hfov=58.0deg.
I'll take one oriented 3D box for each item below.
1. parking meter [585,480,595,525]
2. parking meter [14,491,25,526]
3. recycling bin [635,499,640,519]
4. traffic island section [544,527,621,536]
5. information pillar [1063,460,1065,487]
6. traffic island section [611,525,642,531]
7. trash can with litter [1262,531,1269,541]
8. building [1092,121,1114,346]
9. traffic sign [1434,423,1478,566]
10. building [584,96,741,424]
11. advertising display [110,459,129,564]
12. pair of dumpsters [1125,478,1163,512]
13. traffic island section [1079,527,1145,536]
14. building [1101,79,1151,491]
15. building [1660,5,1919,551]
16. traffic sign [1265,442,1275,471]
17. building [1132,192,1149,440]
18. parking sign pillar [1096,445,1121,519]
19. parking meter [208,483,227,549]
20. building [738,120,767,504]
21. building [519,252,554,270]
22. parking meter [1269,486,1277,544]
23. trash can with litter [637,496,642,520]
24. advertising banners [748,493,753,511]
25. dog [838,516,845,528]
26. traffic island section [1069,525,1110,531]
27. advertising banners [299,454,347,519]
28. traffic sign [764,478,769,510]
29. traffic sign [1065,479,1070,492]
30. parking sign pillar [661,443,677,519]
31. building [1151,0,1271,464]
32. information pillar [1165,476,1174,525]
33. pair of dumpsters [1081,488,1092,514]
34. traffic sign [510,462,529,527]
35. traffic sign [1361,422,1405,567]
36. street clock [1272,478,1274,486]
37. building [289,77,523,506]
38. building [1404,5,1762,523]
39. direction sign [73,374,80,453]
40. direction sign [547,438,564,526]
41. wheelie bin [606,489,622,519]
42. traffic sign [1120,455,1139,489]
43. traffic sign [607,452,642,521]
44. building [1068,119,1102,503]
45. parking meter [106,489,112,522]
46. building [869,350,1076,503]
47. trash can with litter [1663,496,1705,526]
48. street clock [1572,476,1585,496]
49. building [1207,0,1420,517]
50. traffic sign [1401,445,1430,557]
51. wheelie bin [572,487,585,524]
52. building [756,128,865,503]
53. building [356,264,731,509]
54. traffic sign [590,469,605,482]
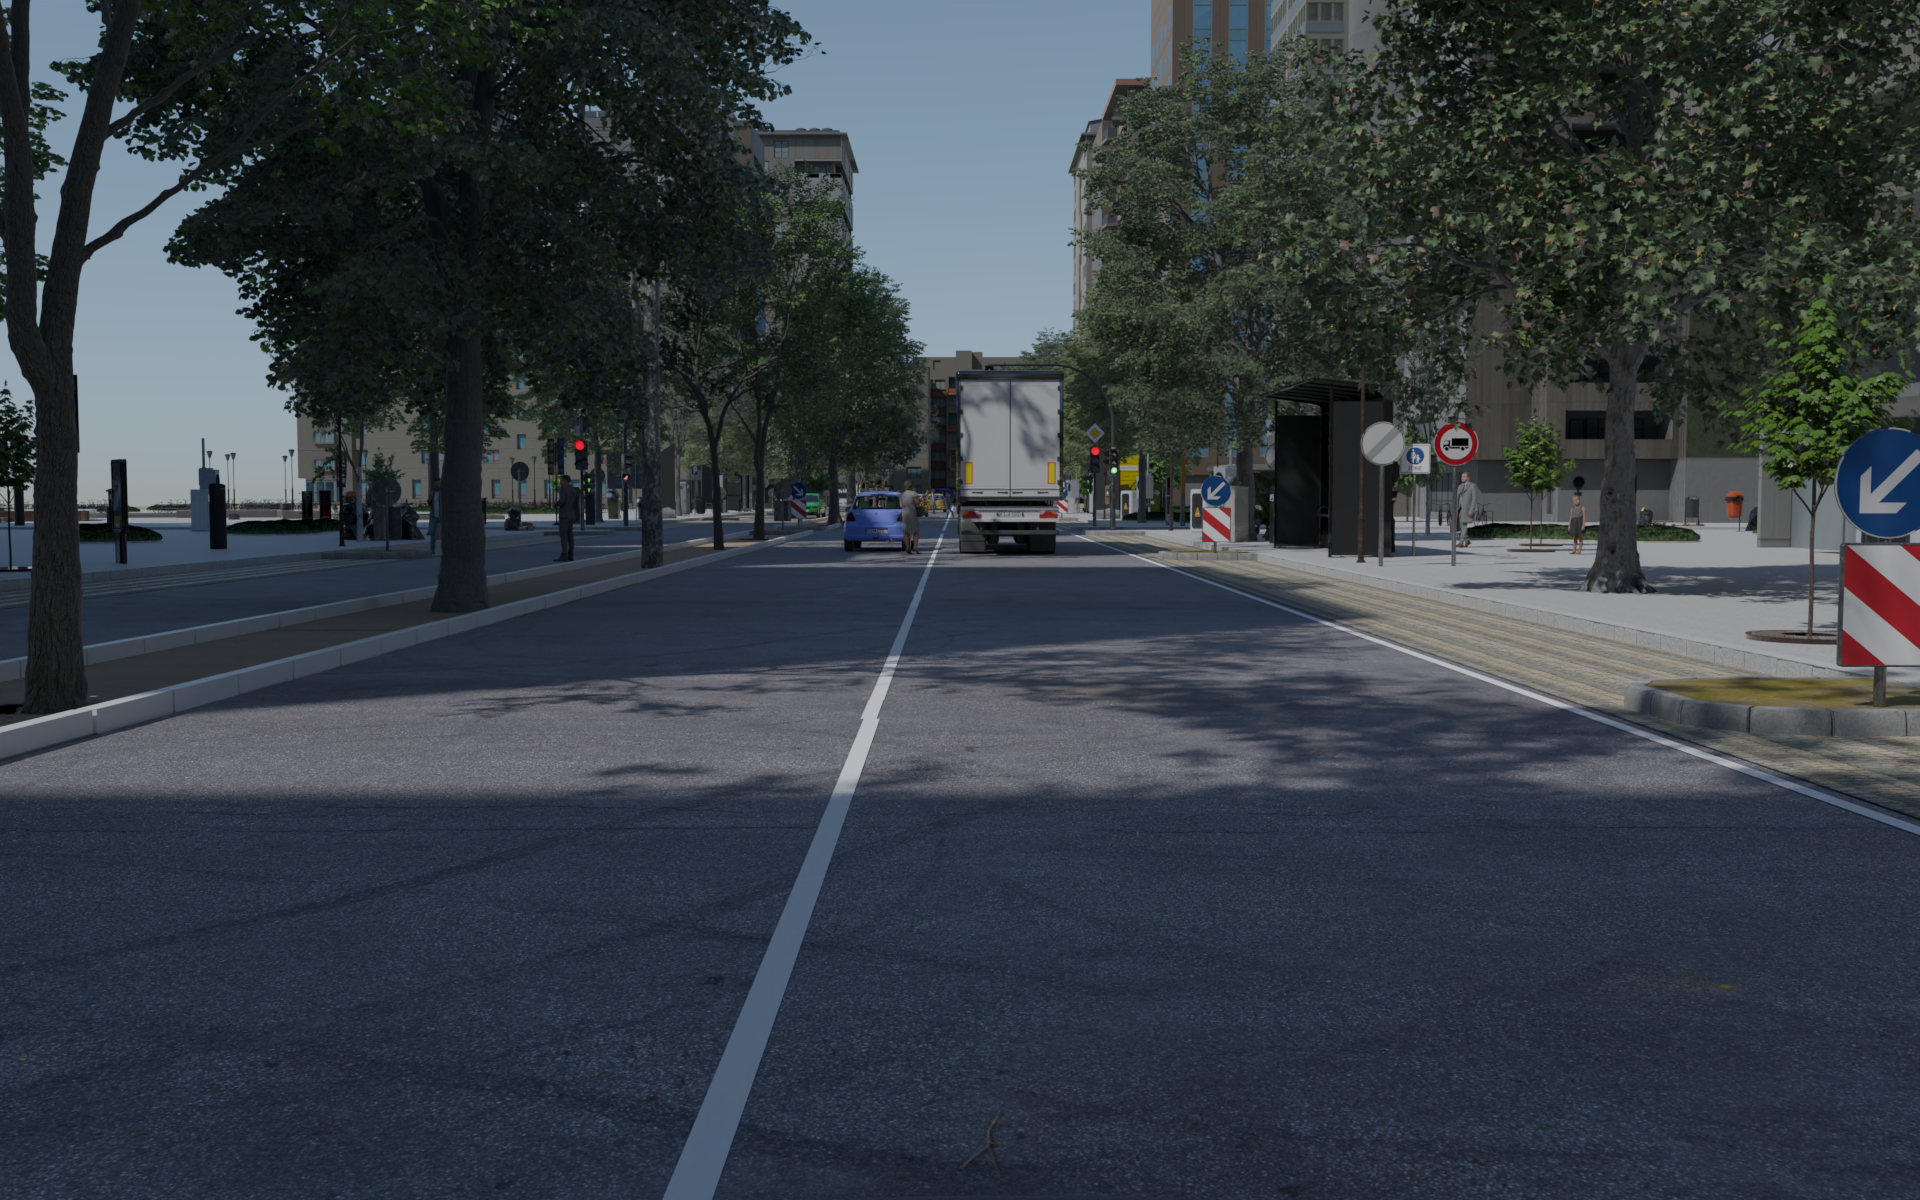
[{"bbox_3d":[-15.314,-4.035,71.677,0.255,1.863,0.399,2,4,24],"label":"parking meter"},{"bbox_3d":[-38.240,-3.791,70.396,0.372,1.533,0.369,0,3,0],"label":"parking meter"},{"bbox_3d":[-16.170,-4.649,88.569,0.722,1.027,0.722,-1,4,-22],"label":"recycling bin"},{"bbox_3d":[-13.268,-2.355,60.788,2.009,0.180,2.903,0,3,0],"label":"traffic island section"},{"bbox_3d":[7.096,-7.886,120.288,0.504,3.616,0.183,3,5,44],"label":"information pillar"},{"bbox_3d":[-13.277,-2.844,68.773,2.009,0.180,2.903,0,3,0],"label":"traffic island section"},{"bbox_3d":[8.802,-2.217,47.635,1.055,1.170,0.624,3,5,40],"label":"trash can with litter"},{"bbox_3d":[22.929,-33.853,203.601,14.600,45.320,14.200,0,3,0],"label":"building"},{"bbox_3d":[8.786,-1.875,30.754,0.768,2.556,0.104,0,4,6],"label":"traffic sign"},{"bbox_3d":[-30.644,-30.350,179.822,14.154,41.232,14.086,0,3,0],"label":"building"},{"bbox_3d":[-15.545,-1.641,32.051,0.123,1.923,0.974,-2,4,-35],"label":"advertising display"},{"bbox_3d":[9.403,-5.260,88.492,1.574,2.255,4.437,0,3,0],"label":"pair of dumpsters"},{"bbox_3d":[5.374,-2.356,60.805,2.009,0.180,2.903,0,3,0],"label":"traffic island section"},{"bbox_3d":[26.285,-32.233,181.640,22.147,44.769,28.867,0,3,0],"label":"building"},{"bbox_3d":[30.270,-26.828,27.881,28.713,52.752,27.495,0,3,0],"label":"building"},{"bbox_3d":[7.676,-2.530,41.465,0.768,2.556,0.104,0,4,5],"label":"traffic sign"},{"bbox_3d":[22.710,-23.787,160.625,14.160,30.474,14.107,0,3,0],"label":"building"},{"bbox_3d":[7.643,-6.190,89.683,1.447,3.967,1.447,1,4,14],"label":"parking sign pillar"},{"bbox_3d":[-17.293,-1.954,40.352,0.372,1.533,0.369,0,3,0],"label":"parking meter"},{"bbox_3d":[-30.710,-33.854,203.630,14.200,45.320,14.600,0,3,0],"label":"building"},{"bbox_3d":[-44.865,-26.501,204.993,14.107,30.474,14.160,0,3,0],"label":"building"},{"bbox_3d":[8.214,-2.231,44.881,0.372,1.533,0.369,0,3,0],"label":"parking meter"},{"bbox_3d":[-15.491,-4.560,85.940,1.055,1.170,0.624,0,4,2],"label":"trash can with litter"},{"bbox_3d":[-16.749,-8.255,131.151,2.074,3.025,0.090,-1,4,-16],"label":"advertising banners"},{"bbox_3d":[-4.763,-3.234,72.168,0.540,0.507,0.406,-2,4,-25],"label":"dog"},{"bbox_3d":[5.365,-2.845,68.790,2.009,0.180,2.903,0,3,0],"label":"traffic island section"},{"bbox_3d":[-25.952,-4.557,70.700,2.074,3.025,0.090,0,4,3],"label":"advertising banners"},{"bbox_3d":[-15.303,-8.271,135.341,0.768,2.556,0.104,0,4,6],"label":"traffic sign"},{"bbox_3d":[8.961,-8.775,143.573,0.768,2.556,0.104,0,4,4],"label":"traffic sign"},{"bbox_3d":[-15.551,-6.243,90.537,1.447,3.967,1.447,-1,4,-10],"label":"parking sign pillar"},{"bbox_3d":[22.217,-29.519,132.739,14.600,45.320,14.200,0,3,0],"label":"building"},{"bbox_3d":[8.605,-4.077,71.148,0.304,2.012,0.304,0,4,4],"label":"information pillar"},{"bbox_3d":[8.967,-6.874,114.878,1.574,2.255,4.437,0,3,0],"label":"pair of dumpsters"},{"bbox_3d":[-17.230,-4.140,67.797,0.768,2.556,0.104,0,4,8],"label":"traffic sign"},{"bbox_3d":[7.456,-1.866,30.609,0.768,2.556,0.104,0,4,5],"label":"traffic sign"},{"bbox_3d":[12.883,-4.013,70.189,0.471,2.002,0.358,2,4,35],"label":"street clock"},{"bbox_3d":[-62.715,-35.284,200.596,21.600,48.544,21.300,0,3,0],"label":"building"},{"bbox_3d":[30.029,-19.035,82.926,14.107,30.474,14.160,0,3,0],"label":"building"},{"bbox_3d":[-17.085,-2.511,33.047,0.876,3.537,0.379,2,4,27],"label":"direction sign"},{"bbox_3d":[-16.447,-4.803,70.526,0.876,3.537,0.379,2,4,30],"label":"direction sign"},{"bbox_3d":[-17.729,-4.939,88.656,0.693,1.594,0.980,0,4,3],"label":"wheelie bin"},{"bbox_3d":[8.502,-5.935,90.902,2.265,3.308,0.079,1,4,9],"label":"traffic sign"},{"bbox_3d":[-15.961,-5.492,83.664,2.265,3.308,0.079,1,4,8],"label":"traffic sign"},{"bbox_3d":[30.068,-40.350,248.961,27.495,52.752,28.713,0,3,0],"label":"building"},{"bbox_3d":[-29.128,-3.125,59.506,0.372,1.533,0.369,0,3,0],"label":"parking meter"},{"bbox_3d":[1.388,-24.733,249.422,28.899,21.520,27.650,0,3,0],"label":"building"},{"bbox_3d":[28.845,-3.562,69.289,2.233,1.210,1.678,0,4,5],"label":"trash can with litter"},{"bbox_3d":[24.964,-3.999,69.959,0.471,2.002,0.358,1,4,8],"label":"street clock"},{"bbox_3d":[31.840,-25.192,103.770,32.217,40.220,23.993,0,3,0],"label":"building"},{"bbox_3d":[9.304,-2.039,35.470,0.606,2.300,0.079,0,4,7],"label":"traffic sign"},{"bbox_3d":[-16.577,-4.080,74.610,0.693,1.594,0.980,1,4,15],"label":"wheelie bin"},{"bbox_3d":[-26.809,-40.335,248.708,27.495,52.752,28.713,0,3,0],"label":"building"},{"bbox_3d":[-36.690,-19.200,158.965,27.650,21.520,28.899,0,3,0],"label":"building"},{"bbox_3d":[-17.513,-5.110,83.651,0.768,2.556,0.104,0,4,2],"label":"traffic sign"}]
